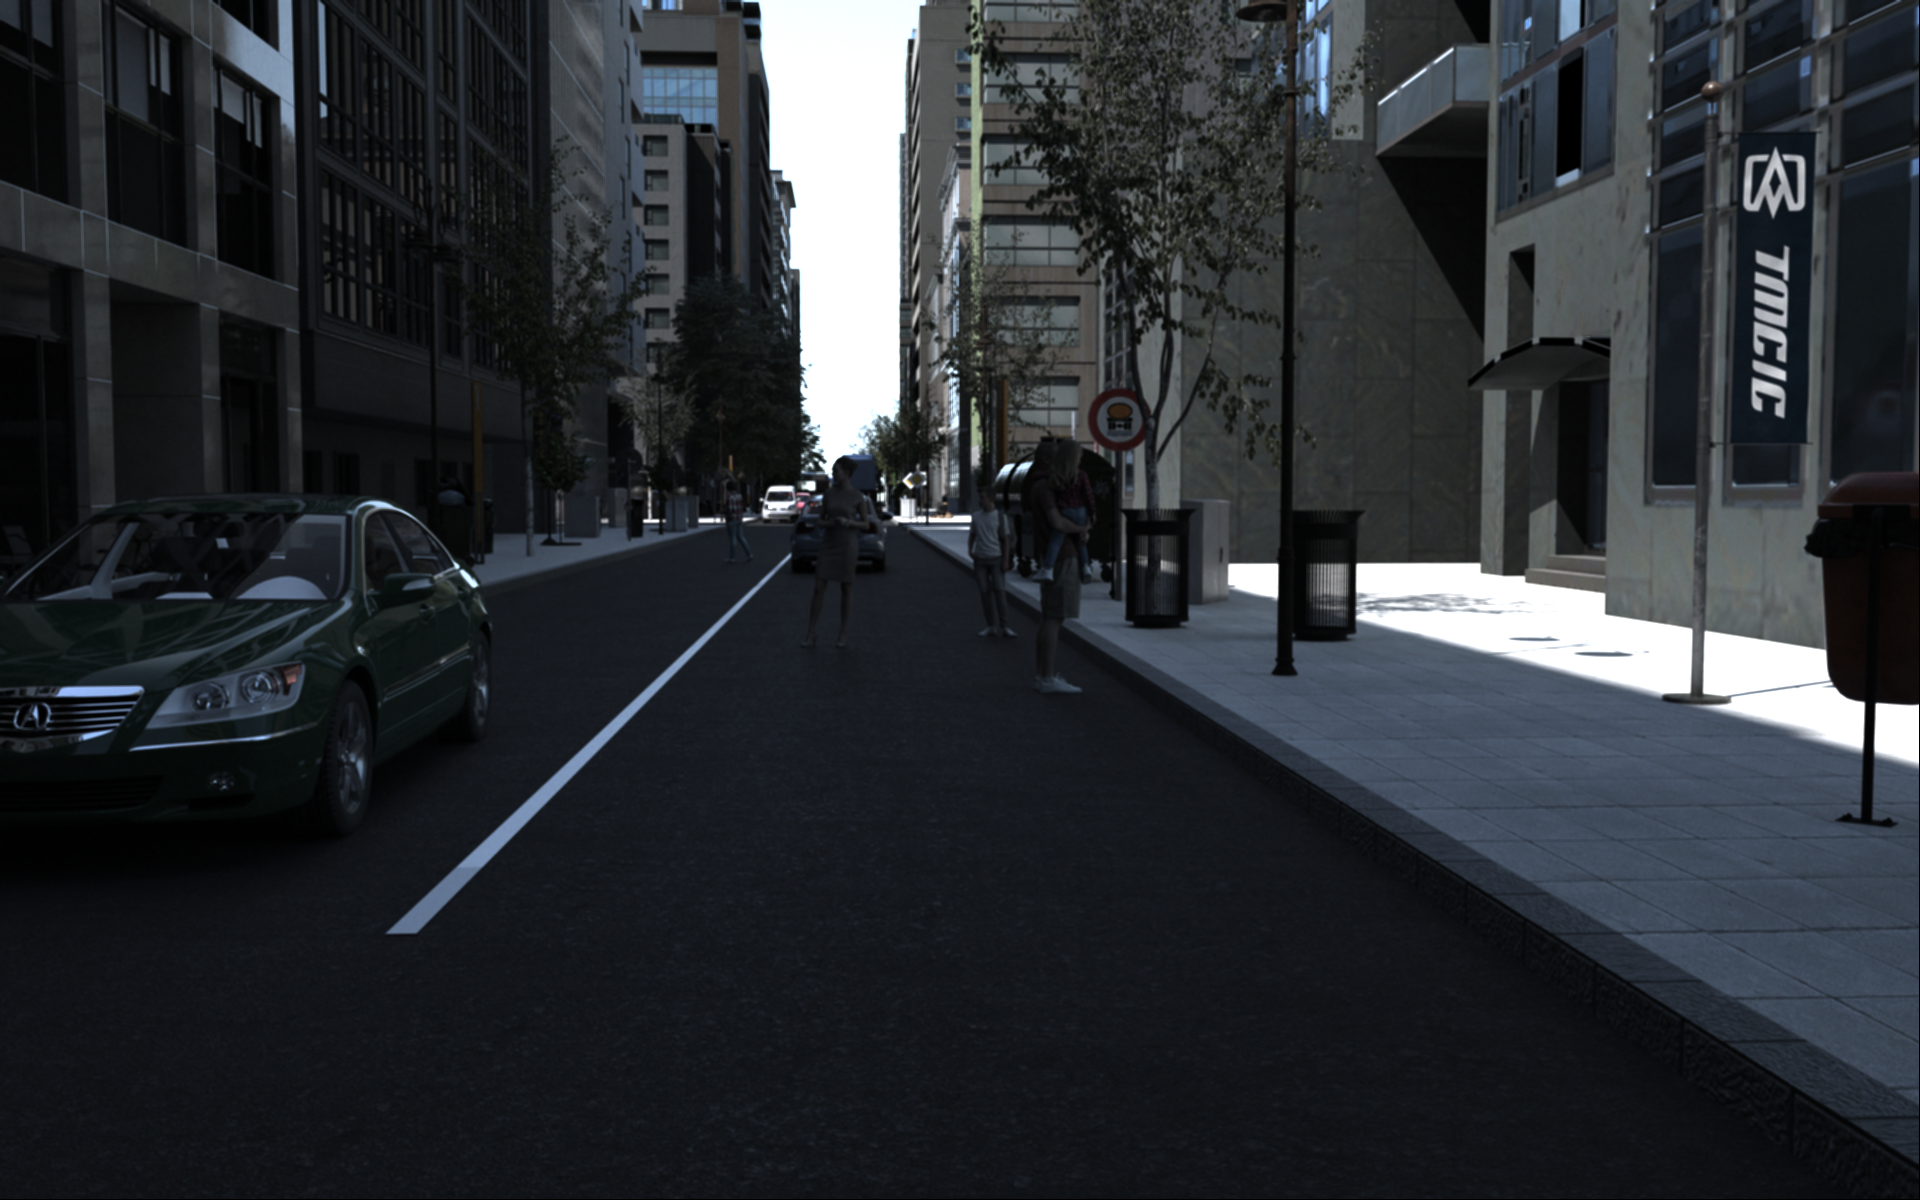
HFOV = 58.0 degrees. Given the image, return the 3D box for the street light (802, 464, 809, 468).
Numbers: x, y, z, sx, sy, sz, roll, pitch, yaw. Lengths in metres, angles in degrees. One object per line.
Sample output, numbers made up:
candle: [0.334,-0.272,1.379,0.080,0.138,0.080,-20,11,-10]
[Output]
street light: [-19.344,-14.800,214.769,0.468,5.910,1.993,0,4,-4]

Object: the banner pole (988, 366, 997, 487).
banner pole: [0.653,-2.703,34.217,0.401,3.779,0.863,1,4,12]

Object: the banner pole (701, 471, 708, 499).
banner pole: [-16.491,-7.453,111.870,0.401,3.779,0.863,2,4,28]

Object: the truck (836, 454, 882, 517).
truck: [-6.472,-7.437,111.349,2.967,4.110,18.799,0,4,-4]

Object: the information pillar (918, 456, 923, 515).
information pillar: [-2.385,-7.064,106.859,0.183,3.616,0.504,-2,4,-27]

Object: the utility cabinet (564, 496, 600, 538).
utility cabinet: [-11.148,-2.442,51.080,1.020,1.237,0.306,1,4,14]

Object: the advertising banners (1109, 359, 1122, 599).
advertising banners: [1.991,-1.576,21.956,0.090,3.025,2.074,0,4,8]

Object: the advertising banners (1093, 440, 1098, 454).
advertising banners: [4.005,-3.504,53.477,0.090,3.025,2.074,-1,4,-8]

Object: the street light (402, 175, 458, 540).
street light: [-7.775,-3.228,25.559,0.468,5.910,1.993,0,4,-4]

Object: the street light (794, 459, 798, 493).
street light: [-17.514,-12.982,185.046,0.468,5.910,1.993,0,4,-4]

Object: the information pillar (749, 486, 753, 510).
information pillar: [-17.010,-8.372,141.370,0.304,2.012,0.304,0,4,0]

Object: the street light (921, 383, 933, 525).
street light: [-1.348,-6.012,71.078,0.468,5.910,1.993,0,4,-4]

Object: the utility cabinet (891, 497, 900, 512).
utility cabinet: [-4.311,-6.763,121.734,1.020,1.237,0.306,1,4,14]

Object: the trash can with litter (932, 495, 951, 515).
trash can with litter: [-0.891,-5.724,104.646,1.678,1.210,2.233,-1,4,-8]

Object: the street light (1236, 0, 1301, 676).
street light: [2.307,-2.406,12.128,0.468,5.910,1.993,0,4,-4]

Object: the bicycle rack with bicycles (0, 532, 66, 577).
bicycle rack with bicycles: [-7.726,-0.201,16.670,2.925,0.926,2.852,2,4,31]

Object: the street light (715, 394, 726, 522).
street light: [-11.012,-6.552,79.918,0.468,5.910,1.993,0,4,-4]

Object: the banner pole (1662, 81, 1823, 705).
banner pole: [4.795,-1.259,10.606,0.863,3.779,0.401,0,4,2]

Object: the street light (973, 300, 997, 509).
street light: [0.587,-4.195,41.371,0.468,5.910,1.993,0,4,-4]

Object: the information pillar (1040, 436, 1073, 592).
information pillar: [1.225,-1.072,22.019,0.304,2.012,0.304,-2,4,-33]

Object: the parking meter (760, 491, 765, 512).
parking meter: [-14.214,-7.121,124.836,0.372,1.533,0.369,0,3,0]

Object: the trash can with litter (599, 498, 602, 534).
trash can with litter: [-11.831,-2.673,55.093,0.624,1.170,1.055,-3,5,-43]

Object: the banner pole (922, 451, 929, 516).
banner pole: [-2.002,-6.833,101.732,0.401,3.779,0.863,2,4,27]

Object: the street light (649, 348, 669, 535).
street light: [-9.491,-5.016,54.802,0.468,5.910,1.993,0,4,-4]

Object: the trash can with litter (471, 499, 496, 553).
trash can with litter: [-10.496,-1.592,37.422,1.055,1.170,0.624,3,5,44]

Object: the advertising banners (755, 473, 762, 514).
advertising banners: [-13.057,-7.112,112.466,0.090,3.025,2.074,0,4,7]

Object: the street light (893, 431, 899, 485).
street light: [-4.606,-9.274,124.415,0.468,5.910,1.993,0,4,-4]

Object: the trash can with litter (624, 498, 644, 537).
trash can with litter: [-9.749,-2.452,51.483,0.624,1.170,1.055,-1,4,-21]

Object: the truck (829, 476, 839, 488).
truck: [-19.835,-17.123,269.718,2.967,4.110,18.799,0,4,-4]

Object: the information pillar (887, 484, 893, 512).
information pillar: [-5.132,-7.513,127.322,0.304,2.012,0.304,-3,5,-41]

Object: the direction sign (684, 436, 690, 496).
direction sign: [-10.626,-4.620,67.526,0.379,3.537,0.876,-1,4,-23]

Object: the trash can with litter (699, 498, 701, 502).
trash can with litter: [-17.756,-6.368,115.502,0.624,1.170,1.055,2,4,26]

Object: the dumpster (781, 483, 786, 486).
dumpster: [-15.108,-8.737,145.339,1.502,2.255,1.985,0,4,-3]

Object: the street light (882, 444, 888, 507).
street light: [-6.405,-11.062,153.653,0.468,5.910,1.993,0,4,-4]

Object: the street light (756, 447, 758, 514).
street light: [-12.867,-8.377,109.751,0.468,5.910,1.993,0,4,-4]

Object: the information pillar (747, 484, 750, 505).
information pillar: [-17.507,-9.358,144.365,0.504,3.616,0.183,2,4,29]

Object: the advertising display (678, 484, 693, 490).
advertising display: [-17.699,-6.519,111.803,0.974,1.923,0.123,1,4,12]

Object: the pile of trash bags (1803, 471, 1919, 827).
pile of trash bags: [4.735,0.233,5.948,3.447,1.369,1.912,3,5,42]

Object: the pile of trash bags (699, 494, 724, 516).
pile of trash bags: [-15.848,-5.566,100.753,3.447,1.369,1.912,2,4,29]

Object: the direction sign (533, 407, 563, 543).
direction sign: [-10.778,-3.265,45.381,0.379,3.537,0.876,3,5,44]

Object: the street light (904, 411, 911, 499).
street light: [-2.855,-7.483,95.126,0.468,5.910,1.993,0,4,-4]

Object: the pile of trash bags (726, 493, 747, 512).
pile of trash bags: [-15.953,-6.784,120.668,1.912,1.369,3.447,0,4,4]
